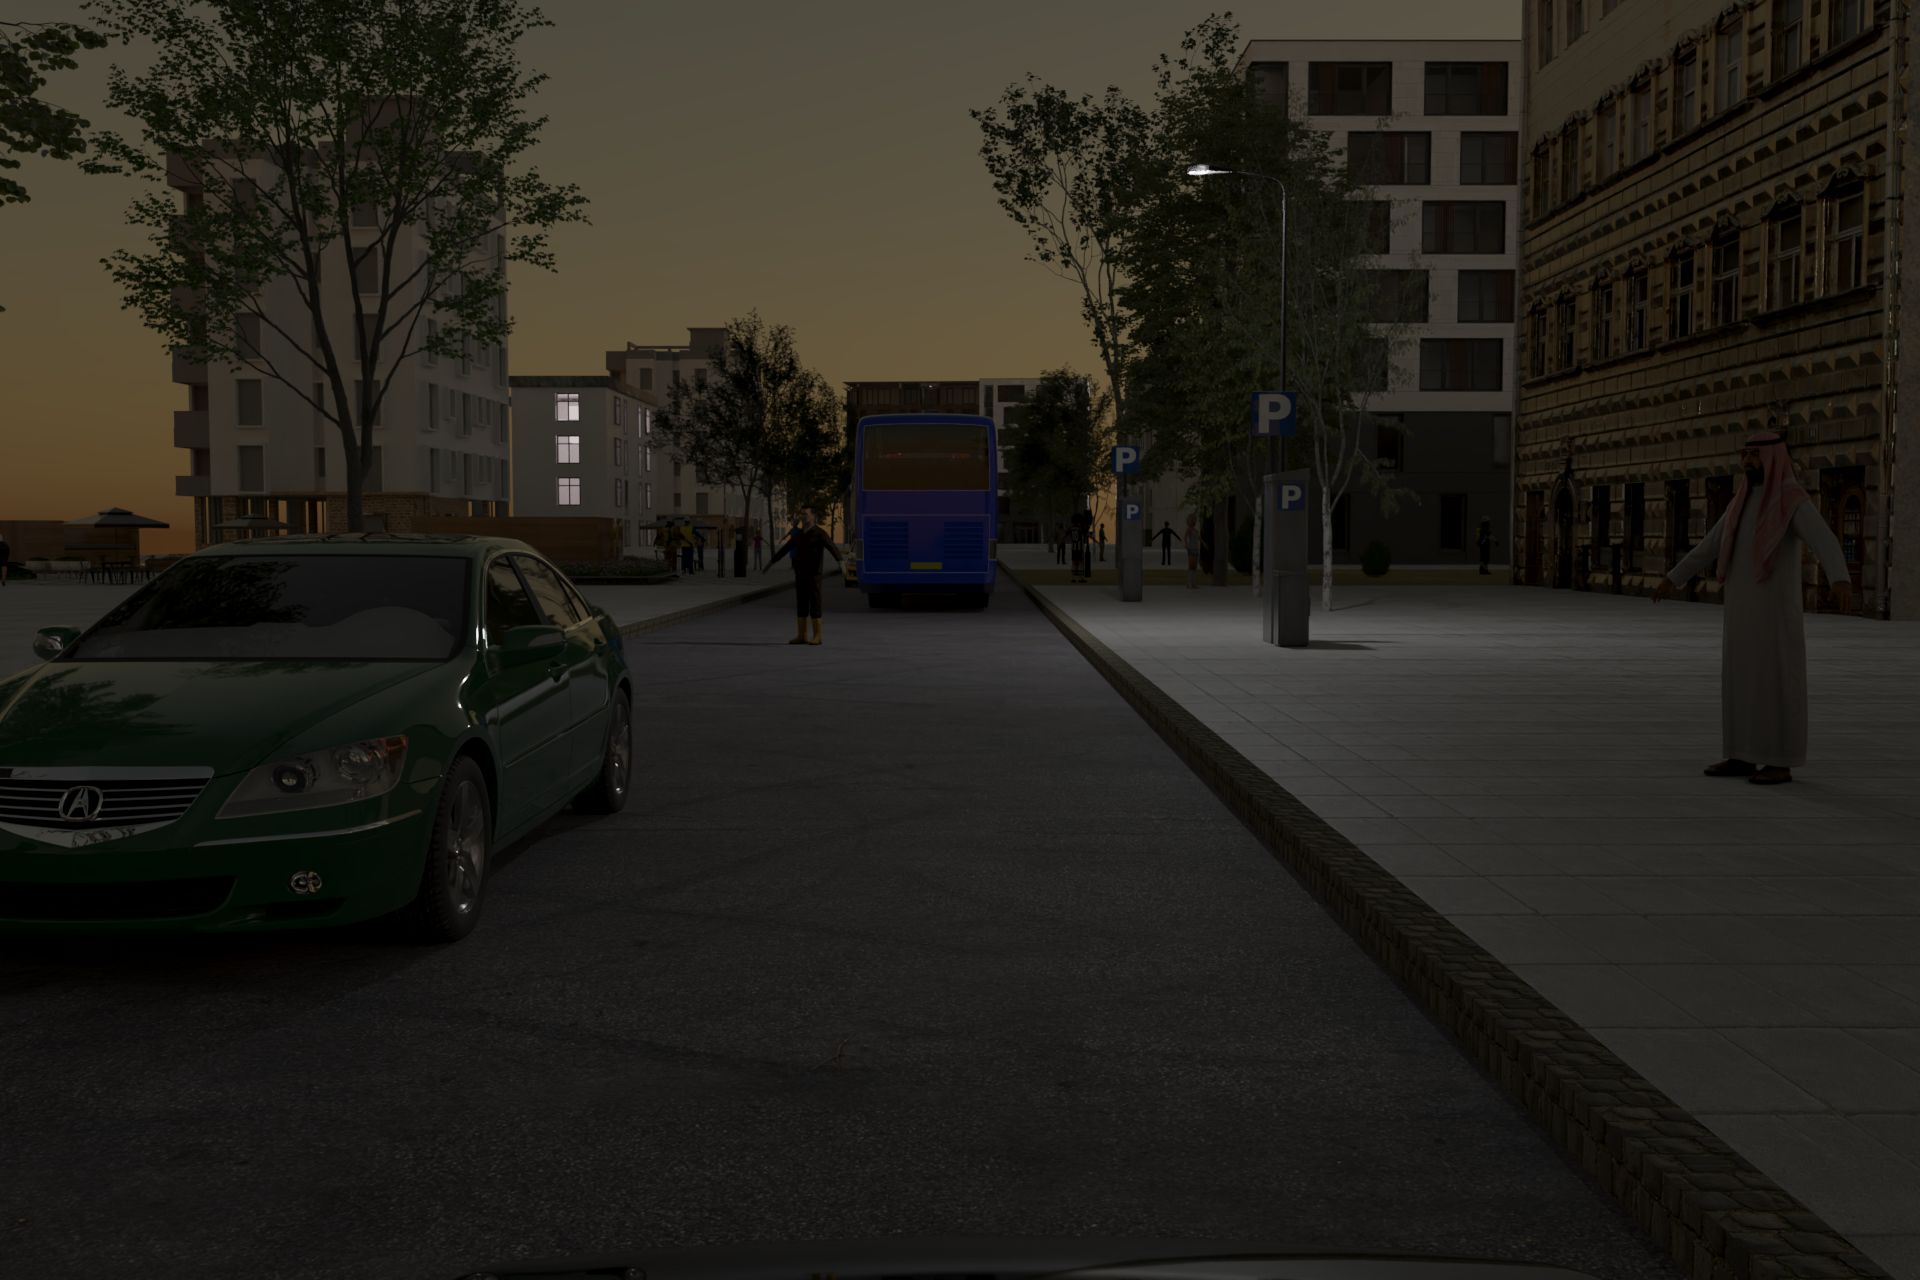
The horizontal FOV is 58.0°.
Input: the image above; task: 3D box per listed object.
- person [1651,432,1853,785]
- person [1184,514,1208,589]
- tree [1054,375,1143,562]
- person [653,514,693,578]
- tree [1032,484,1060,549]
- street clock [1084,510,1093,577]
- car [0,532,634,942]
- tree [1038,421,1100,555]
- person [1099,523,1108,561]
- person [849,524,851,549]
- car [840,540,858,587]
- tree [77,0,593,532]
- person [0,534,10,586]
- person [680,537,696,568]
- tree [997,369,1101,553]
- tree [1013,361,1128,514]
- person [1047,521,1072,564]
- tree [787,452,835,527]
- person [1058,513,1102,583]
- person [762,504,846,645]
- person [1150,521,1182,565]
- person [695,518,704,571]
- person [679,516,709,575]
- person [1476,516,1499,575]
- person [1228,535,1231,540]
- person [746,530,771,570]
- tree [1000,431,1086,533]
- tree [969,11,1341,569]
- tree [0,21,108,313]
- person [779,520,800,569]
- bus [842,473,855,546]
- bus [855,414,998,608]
[{"bbox_3d":[4.154,-0.176,9.027,0.704,1.811,1.347,-1,4,-18],"label":"person"},{"bbox_3d":[5.538,-2.083,40.676,0.721,1.753,1.214,2,4,31],"label":"person"},{"bbox_3d":[6.167,-7.913,79.748,4.360,8.622,3.978,0,3,0],"label":"tree"},{"bbox_3d":[-8.493,-2.766,50.985,1.354,1.858,0.705,2,4,24],"label":"person"},{"bbox_3d":[7.166,-12.117,148.468,4.737,8.622,4.395,0,3,0],"label":"tree"},{"bbox_3d":[3.786,-2.859,51.310,0.358,2.002,0.471,0,4,0],"label":"street clock"},{"bbox_3d":[-2.648,0.257,7.588,2.131,1.459,4.920,0,3,0],"label":"car"},{"bbox_3d":[6.593,-9.621,107.666,4.737,8.622,4.395,0,3,0],"label":"tree"},{"bbox_3d":[6.747,-4.629,81.956,0.705,1.796,1.348,0,4,-8],"label":"person"},{"bbox_3d":[-5.013,-4.583,81.150,0.704,1.802,1.346,0,4,-2],"label":"person"},{"bbox_3d":[-2.270,-2.303,47.885,2.015,1.641,3.980,0,3,0],"label":"car"},{"bbox_3d":[-9.598,-6.214,27.349,9.928,11.665,9.643,0,3,0],"label":"tree"},{"bbox_3d":[-23.821,-2.057,42.865,0.799,1.438,0.628,1,4,12],"label":"person"},{"bbox_3d":[-10.243,-3.590,65.416,0.721,1.740,1.216,-3,4,-39],"label":"person"},{"bbox_3d":[6.138,-12.294,119.127,7.486,12.596,7.792,0,3,0],"label":"tree"},{"bbox_3d":[6.095,-9.798,94.605,7.601,10.594,8.767,-3,4,-37],"label":"tree"},{"bbox_3d":[4.289,-4.105,73.239,1.348,1.813,0.705,-1,4,-15],"label":"person"},{"bbox_3d":[-21.453,-20.293,238.451,9.857,13.997,8.962,0,3,0],"label":"tree"},{"bbox_3d":[3.130,-2.429,45.861,1.345,1.843,0.704,2,4,35],"label":"person"},{"bbox_3d":[-1.978,-0.846,22.433,1.346,1.812,0.704,2,4,33],"label":"person"},{"bbox_3d":[8.485,-3.977,71.216,1.347,1.806,0.705,0,4,-3],"label":"person"},{"bbox_3d":[-9.126,-3.352,60.659,0.705,1.847,1.347,-1,4,-13],"label":"person"},{"bbox_3d":[-8.563,-2.966,54.460,1.349,1.833,0.705,0,4,6],"label":"person"},{"bbox_3d":[16.646,-3.001,54.839,0.705,1.856,1.354,-1,4,-10],"label":"person"},{"bbox_3d":[10.634,-3.934,70.513,1.347,1.806,0.705,-3,4,-37],"label":"person"},{"bbox_3d":[-7.216,-3.206,61.686,0.991,1.433,0.599,-1,4,-19],"label":"person"},{"bbox_3d":[6.617,-12.152,133.099,7.601,10.594,8.767,-1,4,-10],"label":"tree"},{"bbox_3d":[7.047,-12.667,62.987,12.611,20.169,13.585,0,3,0],"label":"tree"},{"bbox_3d":[-9.209,-5.681,11.014,7.486,12.596,7.792,0,3,0],"label":"tree"},{"bbox_3d":[-6.063,-3.514,63.581,1.347,1.817,0.704,2,4,32],"label":"person"},{"bbox_3d":[-2.393,-4.382,63.199,2.896,3.916,12.251,0,4,0],"label":"bus"},{"bbox_3d":[-0.624,-2.756,36.606,2.896,3.916,12.251,0,4,0],"label":"bus"}]
